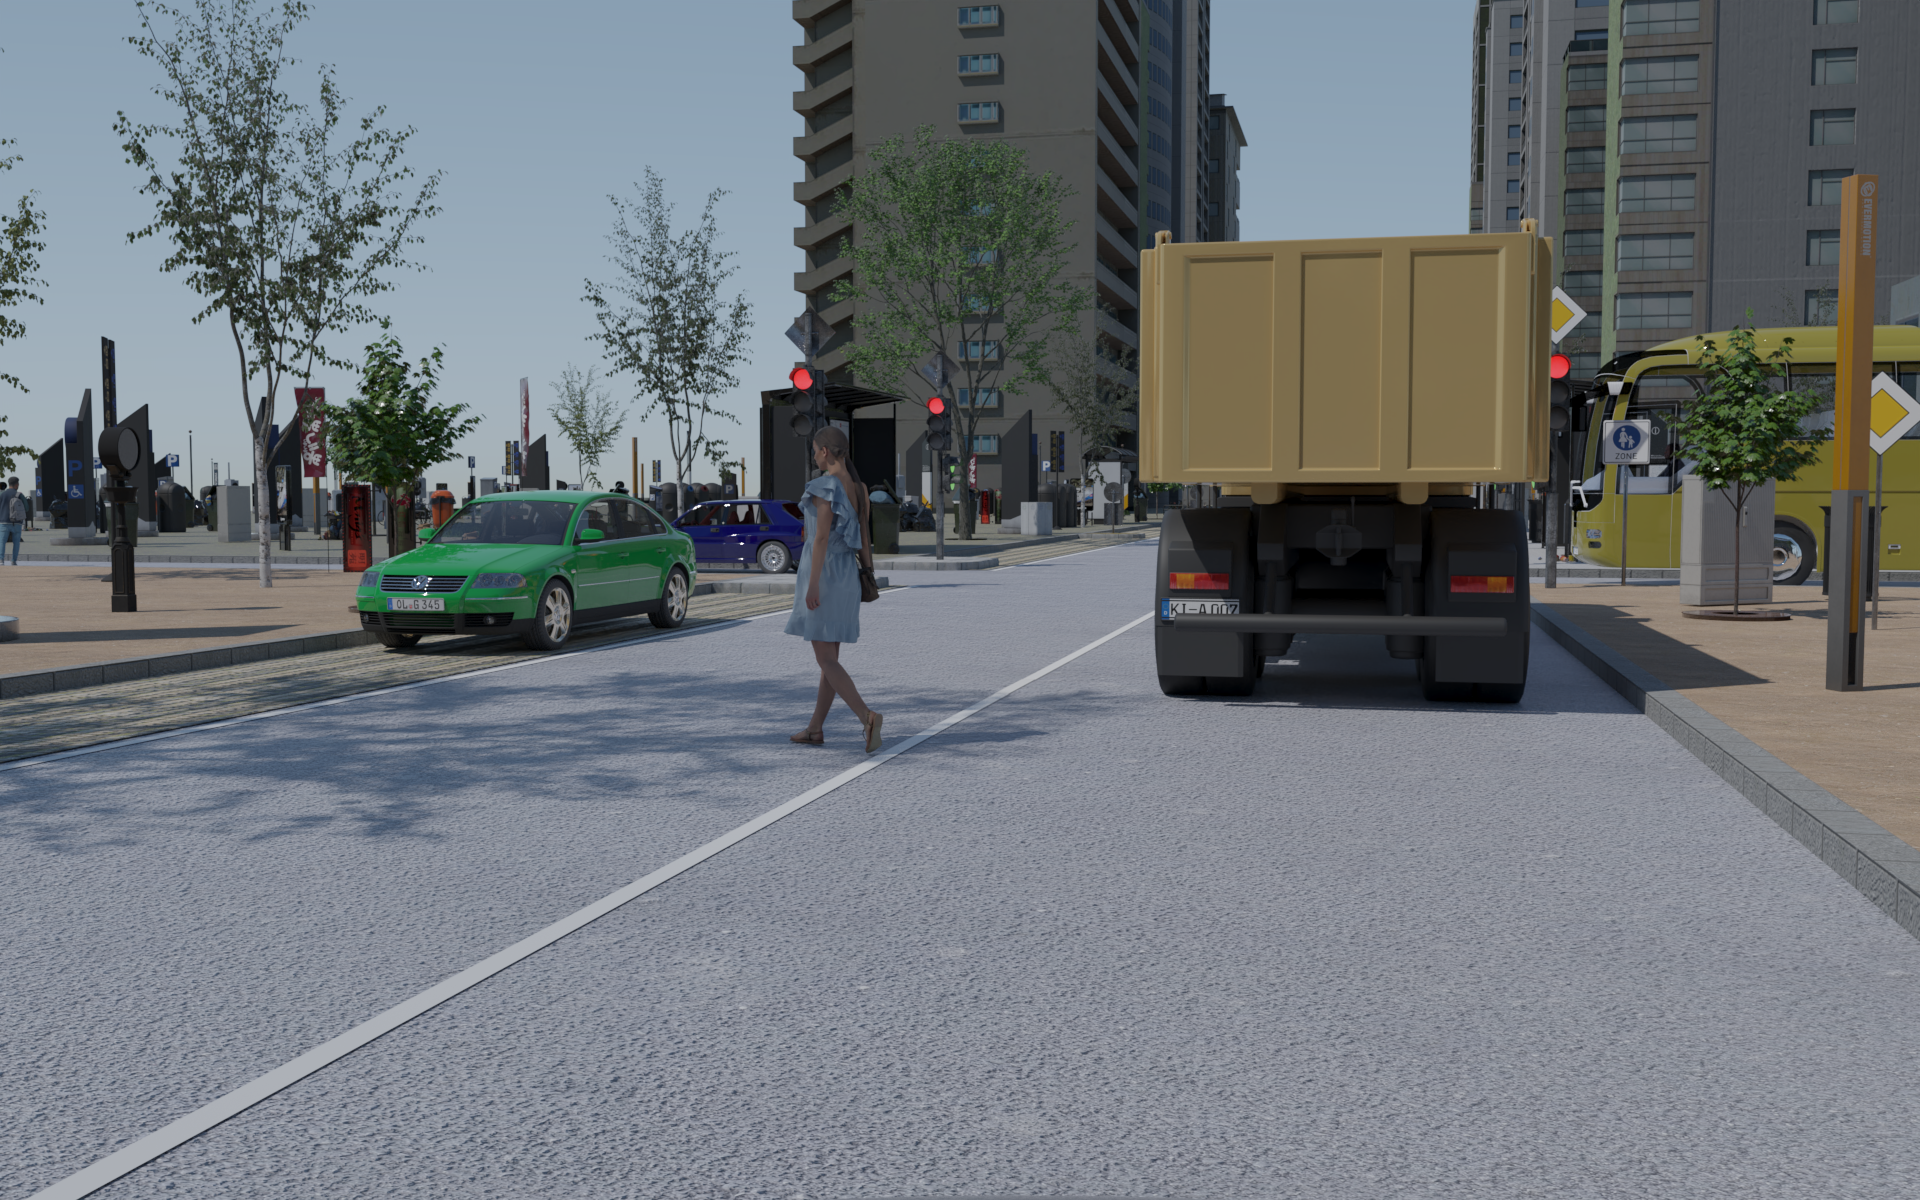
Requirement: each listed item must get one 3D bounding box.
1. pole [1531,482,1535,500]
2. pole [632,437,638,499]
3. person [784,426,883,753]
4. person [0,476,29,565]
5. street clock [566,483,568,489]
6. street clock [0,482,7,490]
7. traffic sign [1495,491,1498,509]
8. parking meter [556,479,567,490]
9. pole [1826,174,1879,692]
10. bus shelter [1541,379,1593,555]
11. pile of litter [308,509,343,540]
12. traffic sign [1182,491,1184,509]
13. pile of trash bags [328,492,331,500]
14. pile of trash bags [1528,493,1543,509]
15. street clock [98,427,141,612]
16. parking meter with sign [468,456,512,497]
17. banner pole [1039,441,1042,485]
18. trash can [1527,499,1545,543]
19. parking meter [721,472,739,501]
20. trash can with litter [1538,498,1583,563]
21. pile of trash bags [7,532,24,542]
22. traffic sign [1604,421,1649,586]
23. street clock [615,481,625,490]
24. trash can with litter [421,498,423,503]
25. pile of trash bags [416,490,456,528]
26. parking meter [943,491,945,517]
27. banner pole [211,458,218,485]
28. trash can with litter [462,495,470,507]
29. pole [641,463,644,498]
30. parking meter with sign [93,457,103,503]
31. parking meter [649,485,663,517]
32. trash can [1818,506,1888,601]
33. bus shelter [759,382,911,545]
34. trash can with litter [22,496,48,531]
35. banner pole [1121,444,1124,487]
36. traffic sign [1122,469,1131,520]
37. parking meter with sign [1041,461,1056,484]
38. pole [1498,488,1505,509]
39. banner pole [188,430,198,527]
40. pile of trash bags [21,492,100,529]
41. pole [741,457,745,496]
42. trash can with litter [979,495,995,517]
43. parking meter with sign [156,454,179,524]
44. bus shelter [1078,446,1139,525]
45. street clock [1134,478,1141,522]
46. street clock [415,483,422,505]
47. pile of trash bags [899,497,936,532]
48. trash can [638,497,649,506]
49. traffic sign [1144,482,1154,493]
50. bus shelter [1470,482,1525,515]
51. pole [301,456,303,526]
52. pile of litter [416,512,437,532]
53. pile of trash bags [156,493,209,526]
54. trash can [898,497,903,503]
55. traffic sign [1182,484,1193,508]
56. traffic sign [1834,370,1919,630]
[{"bbox_3d":[23.749,-4.764,71.730,0.158,3.312,0.155,0,3,0],"label":"pole"},{"bbox_3d":[-11.633,-4.171,62.034,0.158,3.312,0.155,0,3,0],"label":"pole"},{"bbox_3d":[-0.666,-0.070,9.737,0.778,1.811,0.616,3,5,43],"label":"person"},{"bbox_3d":[-18.636,-1.540,34.021,0.623,1.781,0.721,-2,4,-31],"label":"person"},{"bbox_3d":[-24.662,-6.315,107.824,0.358,2.002,0.471,3,4,37],"label":"street clock"},{"bbox_3d":[-55.790,-5.894,100.943,0.358,2.002,0.471,2,4,33],"label":"street clock"},{"bbox_3d":[12.402,-2.449,40.039,0.884,2.594,0.081,2,4,23],"label":"traffic sign"},{"bbox_3d":[-15.717,-3.832,68.362,0.399,1.863,0.255,-1,4,-11],"label":"parking meter"},{"bbox_3d":[5.774,-1.062,11.209,0.158,3.312,0.155,0,3,0],"label":"pole"},{"bbox_3d":[13.540,-2.848,37.850,1.731,3.624,6.357,1,4,14],"label":"bus shelter"},{"bbox_3d":[-17.383,-2.111,48.479,1.719,0.858,1.176,2,4,25],"label":"pile of litter"},{"bbox_3d":[13.342,-6.337,103.715,0.768,2.556,0.104,1,4,20],"label":"traffic sign"},{"bbox_3d":[-28.197,-4.066,76.227,1.912,1.369,3.447,-1,4,-8],"label":"pile of trash bags"},{"bbox_3d":[30.976,-5.232,95.303,3.447,1.369,1.912,-1,4,-17],"label":"pile of trash bags"},{"bbox_3d":[-9.100,-0.870,18.800,0.358,2.002,0.471,0,4,4],"label":"street clock"},{"bbox_3d":[-21.613,-5.088,79.449,1.738,3.016,0.543,1,4,10],"label":"parking meter with sign"},{"bbox_3d":[3.620,-5.658,82.525,0.863,3.779,0.401,2,4,33],"label":"banner pole"},{"bbox_3d":[15.229,-2.064,45.399,0.748,1.137,0.748,0,3,0],"label":"trash can"},{"bbox_3d":[-5.525,-2.196,41.620,0.399,1.863,0.255,0,4,-5],"label":"parking meter"},{"bbox_3d":[11.984,-1.358,33.258,1.678,1.210,2.233,3,4,39],"label":"trash can with litter"},{"bbox_3d":[-26.661,-2.226,46.155,3.447,1.369,1.912,2,4,31],"label":"pile of trash bags"},{"bbox_3d":[9.235,-1.340,24.045,0.606,2.300,0.079,1,4,23],"label":"traffic sign"},{"bbox_3d":[-18.665,-5.536,95.079,0.471,2.002,0.358,1,4,22],"label":"street clock"},{"bbox_3d":[-35.493,-6.255,113.321,2.233,1.210,1.678,-3,4,-38],"label":"trash can with litter"},{"bbox_3d":[-11.300,-2.008,42.583,3.447,1.369,1.912,0,4,-2],"label":"pile of trash bags"},{"bbox_3d":[-1.029,-5.338,95.683,0.372,1.533,0.369,0,3,0],"label":"parking meter"},{"bbox_3d":[-52.076,-8.013,121.026,0.863,3.779,0.401,2,4,30],"label":"banner pole"},{"bbox_3d":[-24.732,-4.722,88.266,2.233,1.210,1.678,0,4,-6],"label":"trash can with litter"},{"bbox_3d":[-21.091,-7.412,115.036,0.158,3.312,0.155,0,3,0],"label":"pole"},{"bbox_3d":[-40.713,-5.199,81.272,0.543,3.016,1.738,-1,4,-14],"label":"parking meter with sign"},{"bbox_3d":[-8.482,-2.443,48.351,0.372,1.533,0.369,0,3,0],"label":"parking meter"},{"bbox_3d":[10.738,-0.563,20.858,0.748,1.137,0.748,0,3,0],"label":"trash can"},{"bbox_3d":[-2.744,-2.950,39.520,1.731,3.624,6.357,1,4,13],"label":"bus shelter"},{"bbox_3d":[-32.532,-2.994,60.003,1.678,1.210,2.233,0,4,-7],"label":"trash can with litter"},{"bbox_3d":[8.185,-5.971,87.648,0.401,3.779,0.863,0,4,-2],"label":"banner pole"},{"bbox_3d":[8.146,-5.278,86.393,0.768,2.556,0.104,1,4,19],"label":"traffic sign"},{"bbox_3d":[4.866,-5.810,91.262,0.543,3.016,1.738,2,4,24],"label":"parking meter with sign"},{"bbox_3d":[13.988,-3.110,44.690,0.158,3.312,0.155,0,3,0],"label":"pole"},{"bbox_3d":[-30.129,-4.766,67.945,0.401,3.779,0.863,-1,4,-20],"label":"banner pole"},{"bbox_3d":[-33.539,-3.340,64.359,3.447,1.369,1.912,-1,4,-12],"label":"pile of trash bags"},{"bbox_3d":[-12.038,-6.260,96.187,0.158,3.312,0.155,0,3,0],"label":"pole"},{"bbox_3d":[2.519,-5.516,101.243,2.233,1.210,1.678,3,5,41],"label":"trash can with litter"},{"bbox_3d":[-34.575,-4.838,75.370,0.543,3.016,1.738,0,4,-2],"label":"parking meter with sign"},{"bbox_3d":[6.595,-4.963,75.068,2.014,3.302,5.546,1,4,14],"label":"bus shelter"},{"bbox_3d":[8.086,-4.548,78.923,0.358,2.002,0.471,1,4,21],"label":"street clock"},{"bbox_3d":[-29.075,-5.391,92.710,0.471,2.002,0.358,1,4,15],"label":"street clock"},{"bbox_3d":[-2.615,-2.995,58.725,3.447,1.369,1.912,-1,4,-21],"label":"pile of trash bags"},{"bbox_3d":[-13.169,-3.699,72.140,0.748,1.137,0.748,0,3,0],"label":"trash can"},{"bbox_3d":[8.840,-5.057,82.688,0.884,2.594,0.081,1,4,22],"label":"traffic sign"},{"bbox_3d":[18.677,-4.062,60.332,2.014,3.302,5.546,1,4,13],"label":"bus shelter"},{"bbox_3d":[-22.747,-4.021,59.590,0.158,3.312,0.155,0,3,0],"label":"pole"},{"bbox_3d":[-18.133,-2.779,59.398,1.176,0.858,1.719,2,4,24],"label":"pile of litter"},{"bbox_3d":[-31.577,-3.682,69.948,1.912,1.369,3.447,0,4,4],"label":"pile of trash bags"},{"bbox_3d":[-2.709,-4.155,79.586,0.748,1.137,0.748,0,3,0],"label":"trash can"},{"bbox_3d":[12.147,-5.532,92.580,0.606,2.300,0.079,1,4,20],"label":"traffic sign"},{"bbox_3d":[8.629,-0.923,16.280,0.795,2.450,0.064,1,4,21],"label":"traffic sign"}]
